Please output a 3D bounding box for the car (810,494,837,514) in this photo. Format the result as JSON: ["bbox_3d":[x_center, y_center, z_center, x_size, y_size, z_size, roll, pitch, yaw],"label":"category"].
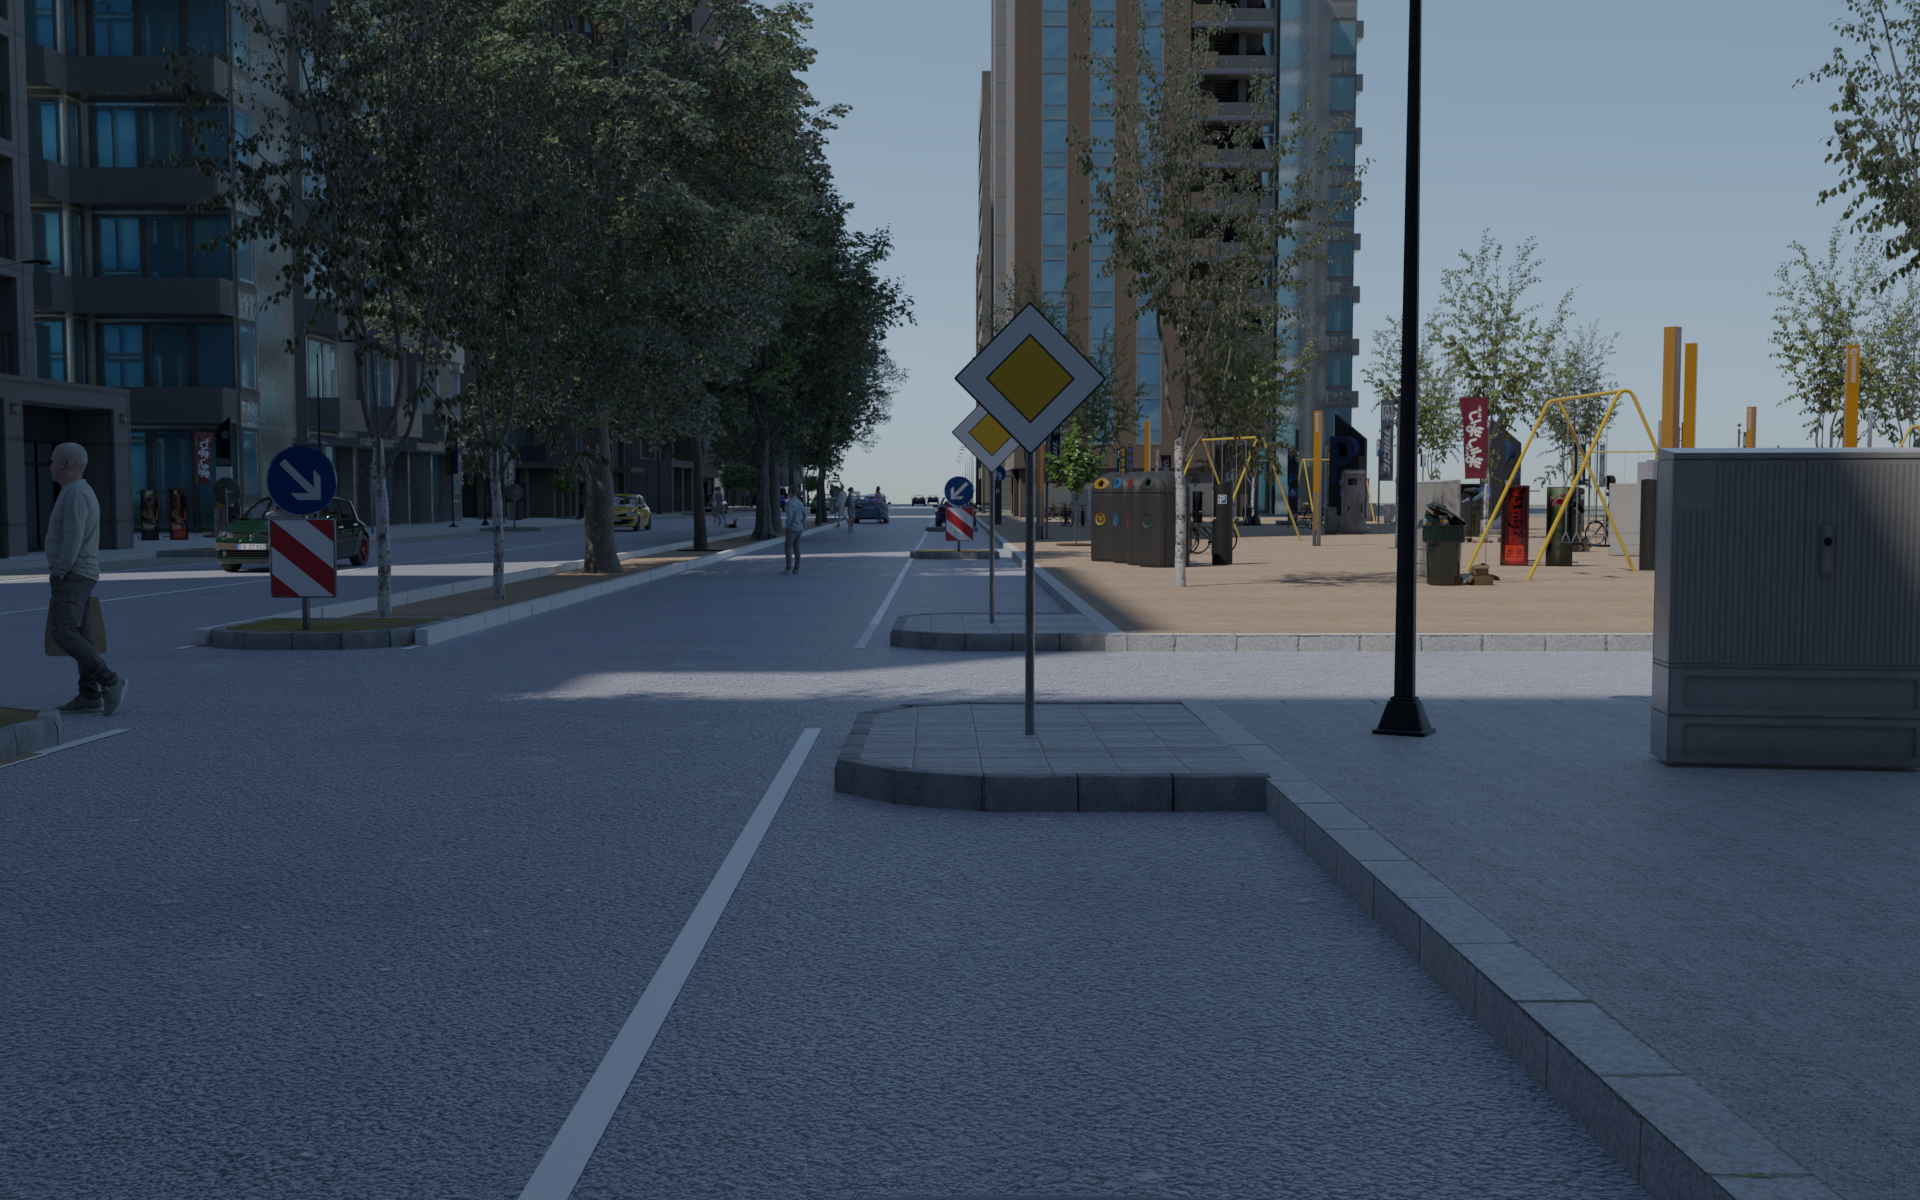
[{"bbox_3d":[-10.038,-7.250,127.337,1.959,1.807,4.718,0,4,-1],"label":"car"}]

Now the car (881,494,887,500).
[{"bbox_3d":[-10.822,-13.703,233.084,2.155,1.783,4.494,0,4,-1],"label":"car"}]

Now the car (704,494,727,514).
[{"bbox_3d":[-17.473,-6.868,122.084,2.009,1.686,4.222,0,3,0],"label":"car"}]

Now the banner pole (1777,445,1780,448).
[{"bbox_3d":[41.771,-6.057,89.046,0.863,3.779,0.401,2,4,29],"label":"banner pole"}]

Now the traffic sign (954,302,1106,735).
[{"bbox_3d":[0.368,-0.338,9.175,0.795,2.450,0.064,0,4,0],"label":"traffic sign"}]

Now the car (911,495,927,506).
[{"bbox_3d":[-4.978,-12.043,209.482,1.945,1.354,3.894,0,4,-1],"label":"car"}]

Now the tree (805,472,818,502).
[{"bbox_3d":[-21.683,-16.426,252.282,4.285,4.588,4.351,0,3,0],"label":"tree"}]

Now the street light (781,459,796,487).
[{"bbox_3d":[-19.618,-13.650,195.719,1.470,5.913,1.316,0,4,0],"label":"street light"}]

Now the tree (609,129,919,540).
[{"bbox_3d":[-6.074,-8.174,53.104,9.611,12.733,9.660,0,3,0],"label":"tree"}]

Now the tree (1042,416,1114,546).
[{"bbox_3d":[2.763,-2.957,42.954,1.663,3.219,1.824,0,3,0],"label":"tree"}]

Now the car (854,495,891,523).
[{"bbox_3d":[-4.422,-4.535,86.150,2.014,1.417,4.499,0,4,-1],"label":"car"}]

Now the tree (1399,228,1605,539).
[{"bbox_3d":[15.148,-6.025,48.869,4.737,8.622,4.395,0,3,0],"label":"tree"}]

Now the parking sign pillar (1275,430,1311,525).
[{"bbox_3d":[13.866,-5.111,72.030,1.447,3.967,1.447,1,4,11],"label":"parking sign pillar"}]

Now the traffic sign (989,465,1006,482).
[{"bbox_3d":[1.625,-4.586,75.087,0.768,2.556,0.104,0,4,5],"label":"traffic sign"}]

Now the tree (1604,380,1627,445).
[{"bbox_3d":[28.642,-8.004,81.229,4.737,8.622,4.395,0,3,0],"label":"tree"}]

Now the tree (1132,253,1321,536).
[{"bbox_3d":[8.594,-6.287,53.161,4.737,8.622,4.395,0,3,0],"label":"tree"}]

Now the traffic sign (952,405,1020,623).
[{"bbox_3d":[0.315,-0.827,17.160,0.795,2.450,0.064,0,4,0],"label":"traffic sign"}]

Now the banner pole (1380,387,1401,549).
[{"bbox_3d":[10.097,-3.090,40.544,0.863,3.779,0.401,-2,4,-35],"label":"banner pole"}]

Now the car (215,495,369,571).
[{"bbox_3d":[-12.792,-1.440,33.332,2.009,1.686,4.222,0,4,0],"label":"car"}]

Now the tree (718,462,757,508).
[{"bbox_3d":[-20.743,-11.291,168.315,4.285,4.588,4.351,0,3,0],"label":"tree"}]

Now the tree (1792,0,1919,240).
[{"bbox_3d":[11.279,-4.217,19.318,4.360,8.622,3.978,0,3,0],"label":"tree"}]

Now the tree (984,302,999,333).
[{"bbox_3d":[2.646,-6.815,61.788,4.360,8.622,3.978,0,3,0],"label":"tree"}]

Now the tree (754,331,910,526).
[{"bbox_3d":[-6.410,-8.588,77.286,8.767,10.594,7.601,0,4,0],"label":"tree"}]

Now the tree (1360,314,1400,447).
[{"bbox_3d":[17.559,-7.139,67.080,4.737,8.622,4.395,0,3,0],"label":"tree"}]

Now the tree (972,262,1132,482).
[{"bbox_3d":[2.452,-6.358,54.321,4.737,8.622,4.395,0,3,0],"label":"tree"}]

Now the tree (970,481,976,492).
[{"bbox_3d":[1.108,-14.113,225.352,1.663,3.219,1.824,0,3,0],"label":"tree"}]

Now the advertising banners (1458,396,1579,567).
[{"bbox_3d":[9.914,-2.117,30.802,2.074,3.025,0.090,1,4,19],"label":"advertising banners"}]

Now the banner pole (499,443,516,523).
[{"bbox_3d":[-19.814,-5.255,75.928,0.401,3.779,0.863,3,5,42],"label":"banner pole"}]

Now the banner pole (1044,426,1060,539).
[{"bbox_3d":[2.609,-3.620,49.204,0.401,3.779,0.863,-2,4,-33],"label":"banner pole"}]

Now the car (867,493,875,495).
[{"bbox_3d":[-9.687,-11.178,192.348,1.945,1.707,3.694,0,4,2],"label":"car"}]

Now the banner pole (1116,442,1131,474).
[{"bbox_3d":[7.907,-5.698,83.174,0.863,3.779,0.401,1,4,20],"label":"banner pole"}]

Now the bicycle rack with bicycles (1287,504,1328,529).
[{"bbox_3d":[13.629,-3.122,64.420,2.925,0.926,2.852,-1,4,-17],"label":"bicycle rack with bicycles"}]

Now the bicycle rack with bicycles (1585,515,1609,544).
[{"bbox_3d":[16.897,-1.792,42.677,2.925,0.926,2.852,0,4,3],"label":"bicycle rack with bicycles"}]

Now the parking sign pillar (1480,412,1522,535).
[{"bbox_3d":[16.974,-4.080,55.186,1.447,3.967,1.447,2,4,35],"label":"parking sign pillar"}]

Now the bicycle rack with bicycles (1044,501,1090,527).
[{"bbox_3d":[3.823,-3.328,67.787,2.852,0.926,2.925,0,4,6],"label":"bicycle rack with bicycles"}]

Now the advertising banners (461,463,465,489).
[{"bbox_3d":[-26.578,-5.749,90.180,2.074,3.025,0.090,1,4,18],"label":"advertising banners"}]

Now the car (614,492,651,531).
[{"bbox_3d":[-13.173,-3.512,67.640,2.015,1.641,3.980,0,4,-1],"label":"car"}]

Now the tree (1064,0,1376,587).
[{"bbox_3d":[3.139,-4.475,23.526,4.360,8.622,3.978,0,3,0],"label":"tree"}]

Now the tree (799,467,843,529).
[{"bbox_3d":[-6.397,-7.230,71.024,4.360,8.622,3.978,0,3,0],"label":"tree"}]

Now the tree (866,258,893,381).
[{"bbox_3d":[-6.861,-9.453,63.663,9.857,13.997,8.962,0,3,0],"label":"tree"}]

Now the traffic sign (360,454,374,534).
[{"bbox_3d":[-18.897,-3.396,55.631,0.768,2.556,0.104,0,4,2],"label":"traffic sign"}]

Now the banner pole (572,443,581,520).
[{"bbox_3d":[-19.036,-5.856,85.764,0.401,3.779,0.863,-1,4,-18],"label":"banner pole"}]

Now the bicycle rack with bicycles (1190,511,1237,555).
[{"bbox_3d":[4.543,-1.465,37.337,2.925,0.926,2.852,0,4,-6],"label":"bicycle rack with bicycles"}]

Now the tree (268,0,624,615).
[{"bbox_3d":[-6.224,-4.290,22.956,4.360,8.622,3.978,0,3,0],"label":"tree"}]

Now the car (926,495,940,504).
[{"bbox_3d":[-3.860,-14.431,248.519,1.945,1.354,3.894,0,3,0],"label":"car"}]

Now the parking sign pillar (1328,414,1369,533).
[{"bbox_3d":[12.914,-4.233,57.681,1.447,3.967,1.447,-3,4,-37],"label":"parking sign pillar"}]

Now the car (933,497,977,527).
[{"bbox_3d":[-0.201,-3.816,74.977,1.945,1.354,3.894,0,4,-2],"label":"car"}]

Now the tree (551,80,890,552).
[{"bbox_3d":[-6.574,-7.018,42.950,9.928,11.665,9.643,0,3,0],"label":"tree"}]

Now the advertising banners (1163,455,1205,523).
[{"bbox_3d":[9.862,-4.937,76.913,2.074,3.025,0.090,2,4,27],"label":"advertising banners"}]

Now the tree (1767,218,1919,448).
[{"bbox_3d":[23.925,-5.928,47.280,4.737,8.622,4.395,0,3,0],"label":"tree"}]

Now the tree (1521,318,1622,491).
[{"bbox_3d":[25.921,-7.510,73.155,4.360,8.622,3.978,0,3,0],"label":"tree"}]

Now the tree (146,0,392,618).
[{"bbox_3d":[-6.293,-4.017,18.503,4.360,8.622,3.978,0,3,0],"label":"tree"}]

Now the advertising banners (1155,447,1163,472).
[{"bbox_3d":[7.097,-4.181,64.554,0.090,3.025,2.074,2,4,25],"label":"advertising banners"}]

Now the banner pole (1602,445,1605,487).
[{"bbox_3d":[28.373,-5.308,76.808,0.863,3.779,0.401,-3,4,-39],"label":"banner pole"}]

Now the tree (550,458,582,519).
[{"bbox_3d":[-20.457,-5.844,90.149,1.663,3.219,1.824,0,3,0],"label":"tree"}]

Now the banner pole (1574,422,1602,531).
[{"bbox_3d":[21.732,-4.301,60.336,0.401,3.779,0.863,-2,4,-35],"label":"banner pole"}]

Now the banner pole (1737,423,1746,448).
[{"bbox_3d":[27.787,-4.365,61.383,0.863,3.779,0.401,0,4,-7],"label":"banner pole"}]

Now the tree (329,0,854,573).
[{"bbox_3d":[-6.465,-7.445,30.843,9.857,13.997,8.962,0,3,0],"label":"tree"}]

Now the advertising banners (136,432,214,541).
[{"bbox_3d":[-21.809,-3.182,48.216,2.074,3.025,0.090,-3,4,-39],"label":"advertising banners"}]
